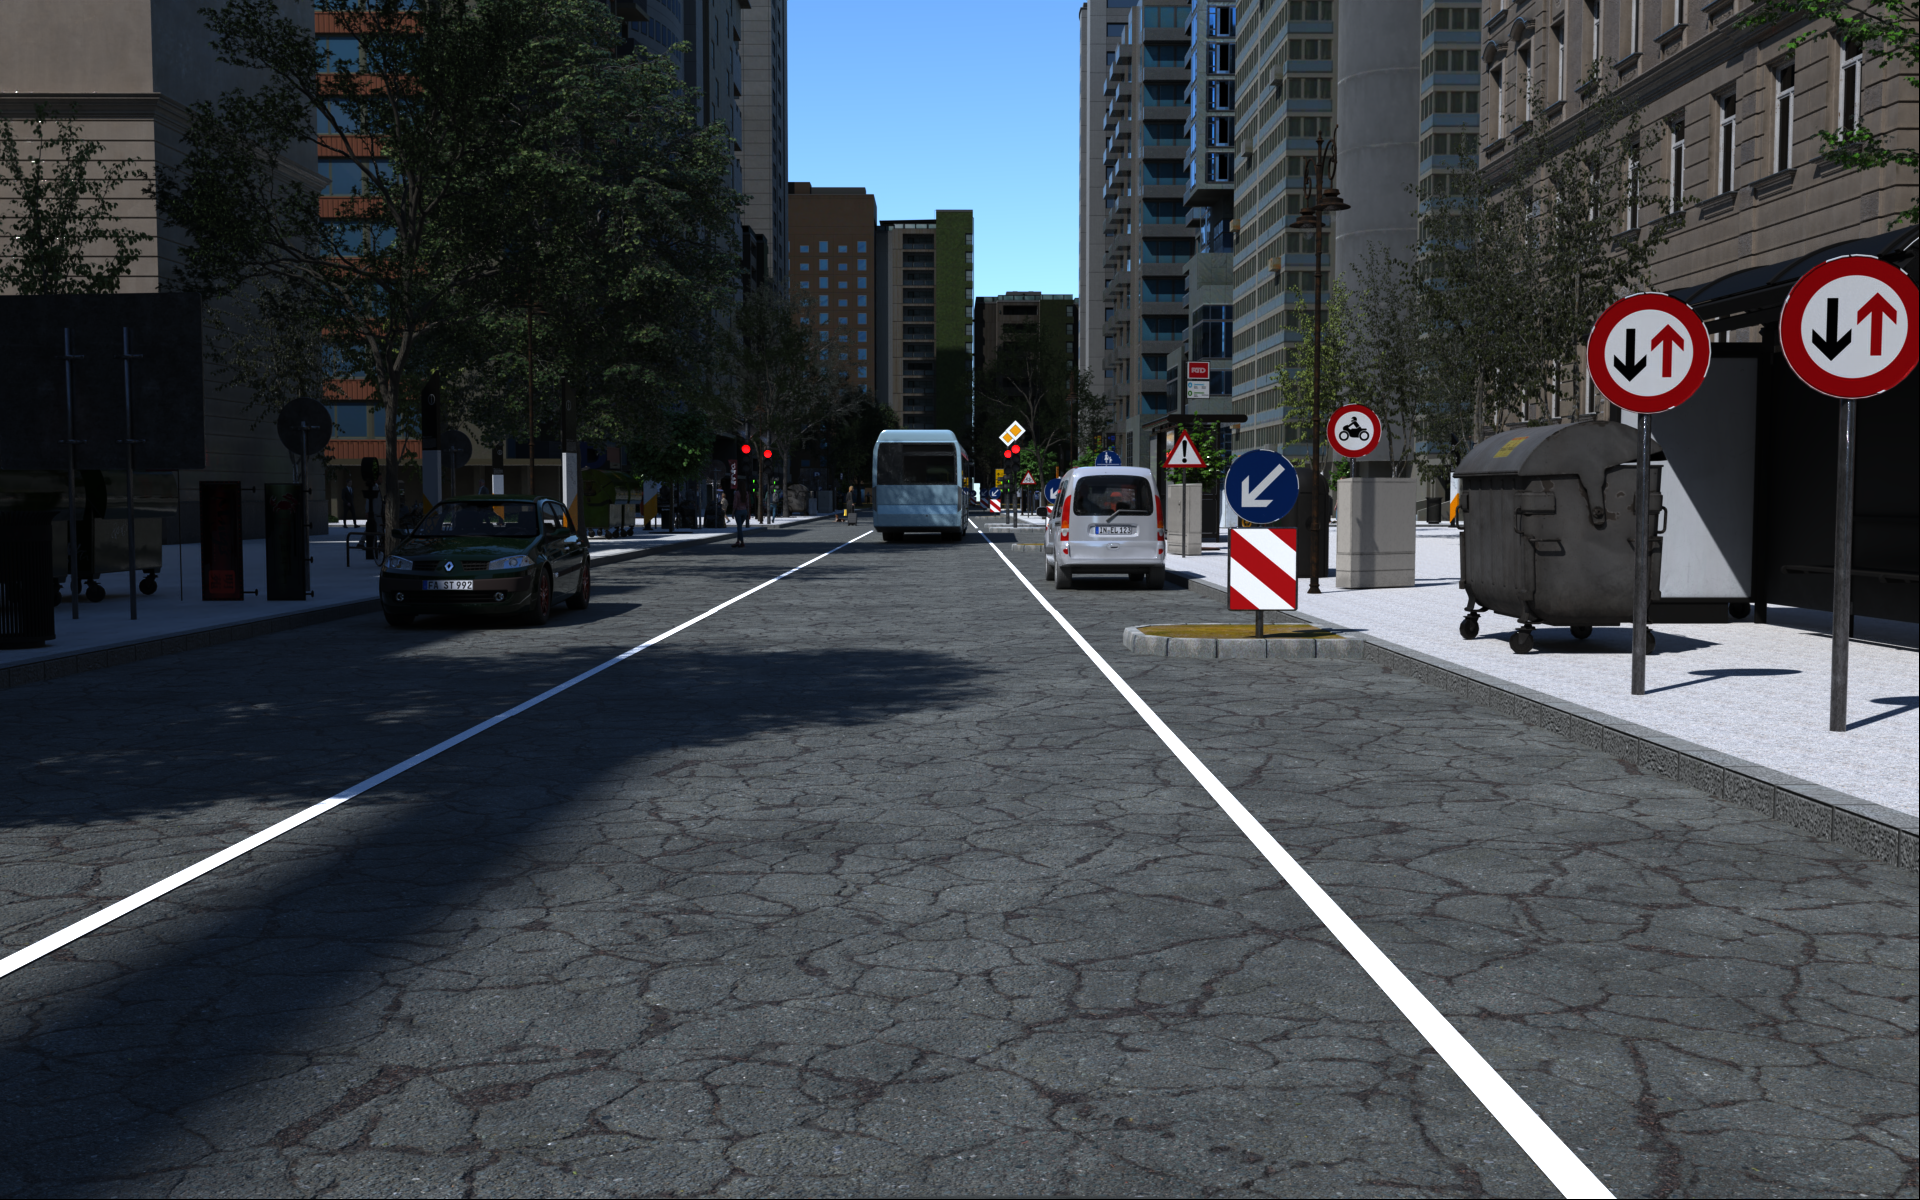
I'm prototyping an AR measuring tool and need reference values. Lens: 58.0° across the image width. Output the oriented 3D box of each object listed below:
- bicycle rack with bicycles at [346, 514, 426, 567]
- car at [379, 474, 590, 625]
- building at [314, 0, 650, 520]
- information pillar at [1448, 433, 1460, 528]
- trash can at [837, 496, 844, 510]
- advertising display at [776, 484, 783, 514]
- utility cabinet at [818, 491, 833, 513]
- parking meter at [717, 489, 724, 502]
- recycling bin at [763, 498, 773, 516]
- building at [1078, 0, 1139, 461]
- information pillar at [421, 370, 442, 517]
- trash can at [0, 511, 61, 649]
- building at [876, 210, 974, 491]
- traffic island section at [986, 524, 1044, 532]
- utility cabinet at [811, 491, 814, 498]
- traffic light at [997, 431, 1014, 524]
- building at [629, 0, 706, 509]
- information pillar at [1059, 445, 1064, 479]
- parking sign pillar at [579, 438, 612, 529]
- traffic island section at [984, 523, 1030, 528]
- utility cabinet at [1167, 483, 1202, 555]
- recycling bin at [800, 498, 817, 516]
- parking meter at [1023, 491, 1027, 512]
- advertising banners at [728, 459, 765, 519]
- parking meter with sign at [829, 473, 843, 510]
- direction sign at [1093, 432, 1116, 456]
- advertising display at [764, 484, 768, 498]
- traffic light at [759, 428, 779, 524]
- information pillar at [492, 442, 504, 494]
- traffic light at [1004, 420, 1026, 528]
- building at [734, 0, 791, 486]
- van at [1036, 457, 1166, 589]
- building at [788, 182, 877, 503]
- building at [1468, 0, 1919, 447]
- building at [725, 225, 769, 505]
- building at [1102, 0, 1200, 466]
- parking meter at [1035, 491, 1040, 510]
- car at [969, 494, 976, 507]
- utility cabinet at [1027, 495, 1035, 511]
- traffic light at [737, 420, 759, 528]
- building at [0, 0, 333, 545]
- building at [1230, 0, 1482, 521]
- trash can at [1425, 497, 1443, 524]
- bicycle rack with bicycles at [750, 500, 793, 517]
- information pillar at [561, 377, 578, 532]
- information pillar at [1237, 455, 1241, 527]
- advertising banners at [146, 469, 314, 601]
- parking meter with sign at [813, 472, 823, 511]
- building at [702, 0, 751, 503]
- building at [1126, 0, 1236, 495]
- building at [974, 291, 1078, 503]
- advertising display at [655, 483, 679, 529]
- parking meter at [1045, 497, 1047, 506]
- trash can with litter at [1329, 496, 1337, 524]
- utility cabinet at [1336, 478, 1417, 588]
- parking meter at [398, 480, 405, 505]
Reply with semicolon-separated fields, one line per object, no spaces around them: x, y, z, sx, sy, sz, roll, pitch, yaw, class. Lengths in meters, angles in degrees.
-9.576;-1.064;30.780;2.925;0.926;2.852;3;5;44;bicycle rack with bicycles
-5.439;-0.634;20.151;2.009;1.686;4.222;0;4;-2;car
-29.710;-27.085;97.471;22.147;44.769;28.867;0;4;0;building
18.904;-4.576;66.172;0.183;3.616;0.504;-1;4;-18;information pillar
-9.640;-7.793;139.072;0.748;1.137;0.748;0;3;0;trash can
-11.659;-6.515;111.731;0.123;1.923;0.974;1;4;21;advertising display
-8.975;-6.525;115.370;0.318;1.500;1.173;-3;5;-42;utility cabinet
-11.936;-4.755;86.150;0.372;1.533;0.369;0;3;0;parking meter
-11.260;-5.401;100.855;0.722;1.027;0.722;2;4;33;recycling bin
24.191;-40.196;199.201;21.231;58.520;28.212;0;4;0;building
-10.012;-2.538;32.857;0.504;3.616;0.183;3;4;37;information pillar
-7.921;-0.173;14.480;0.748;1.137;0.748;0;3;0;trash can
-5.108;-34.687;250.734;14.086;41.232;14.154;0;4;0;building
2.130;-2.676;66.029;2.009;0.180;2.903;0;4;0;traffic island section
-12.239;-7.918;138.142;1.173;1.500;0.318;2;4;30;utility cabinet
2.024;-5.197;73.899;0.839;4.253;0.868;0;4;0;traffic light
-32.193;-36.178;133.504;21.231;58.520;28.212;0;4;0;building
4.816;-5.574;82.486;0.183;3.616;0.504;2;4;25;information pillar
-13.728;-4.654;64.561;1.447;3.967;1.447;-2;4;-34;parking sign pillar
2.064;-3.164;74.014;2.009;0.180;2.903;0;4;0;traffic island section
4.719;-1.702;36.504;0.318;1.500;1.173;-1;4;-15;utility cabinet
-9.027;-5.546;103.238;0.722;1.027;0.722;3;4;37;recycling bin
4.654;-7.174;125.699;0.372;1.533;0.369;0;3;0;parking meter
-10.786;-5.584;87.482;2.074;3.025;0.090;-3;4;-37;advertising banners
-10.630;-9.023;143.785;1.738;3.016;0.543;1;4;18;parking meter with sign
5.311;-4.393;63.825;0.876;3.537;0.379;-1;4;-17;direction sign
-12.231;-6.371;109.371;0.123;1.923;0.974;-1;4;-16;advertising display
-8.137;-5.191;73.800;0.839;4.253;0.868;0;4;0;traffic light
-19.806;-5.073;74.304;0.504;3.616;0.183;-3;4;-39;information pillar
2.090;-4.709;65.914;0.839;4.253;0.868;0;4;0;traffic light
-31.147;-46.761;202.801;20.611;71.187;20.563;0;4;0;building
2.242;-1.248;27.418;2.013;2.044;4.112;0;4;0;van
-19.256;-36.764;251.207;14.200;45.320;14.600;0;4;0;building
21.927;-14.975;42.105;12.463;27.353;25.104;0;4;0;building
-28.060;-25.256;184.632;14.160;30.474;14.107;0;4;0;building
25.826;-33.662;169.982;23.786;49.044;30.456;0;4;0;building
6.097;-7.845;136.675;0.372;1.533;0.369;0;3;0;parking meter
0.847;-11.310;195.137;2.015;1.641;3.980;0;4;-2;car
5.352;-7.325;130.923;0.306;1.237;1.020;-1;4;-17;utility cabinet
-8.071;-4.703;65.815;0.839;4.253;0.868;0;4;0;traffic light
-32.105;-15.360;48.398;25.104;27.353;12.463;0;4;0;building
28.581;-24.792;97.236;23.993;40.220;32.217;0;4;0;building
20.359;-3.837;74.391;0.748;1.137;0.748;0;3;0;trash can
-10.843;-5.212;98.593;2.925;0.926;2.852;-2;4;-34;bicycle rack with bicycles
-7.868;-2.663;34.890;0.183;3.616;0.504;1;4;14;information pillar
5.454;-1.735;32.866;0.304;2.012;0.304;-1;4;-8;information pillar
-8.835;-1.502;20.743;2.074;3.025;0.090;0;4;-2;advertising banners
-11.021;-8.509;135.384;0.543;3.016;1.738;-1;4;-16;parking meter with sign
-35.089;-35.074;162.697;28.713;52.752;27.495;0;4;0;building
25.627;-50.109;131.955;22.319;86.520;31.000;0;4;0;building
8.996;-29.265;250.180;14.107;30.474;14.160;0;4;0;building
-10.806;-3.578;63.710;0.974;1.923;0.123;1;4;12;advertising display
5.224;-6.205;107.170;0.255;1.863;0.399;-2;4;-26;parking meter
16.050;-3.957;75.750;1.678;1.210;2.233;1;4;14;trash can with litter
5.664;-0.912;23.593;1.173;1.500;0.318;-2;4;-30;utility cabinet
-23.520;-4.106;72.847;0.255;1.863;0.399;-2;4;-34;parking meter
